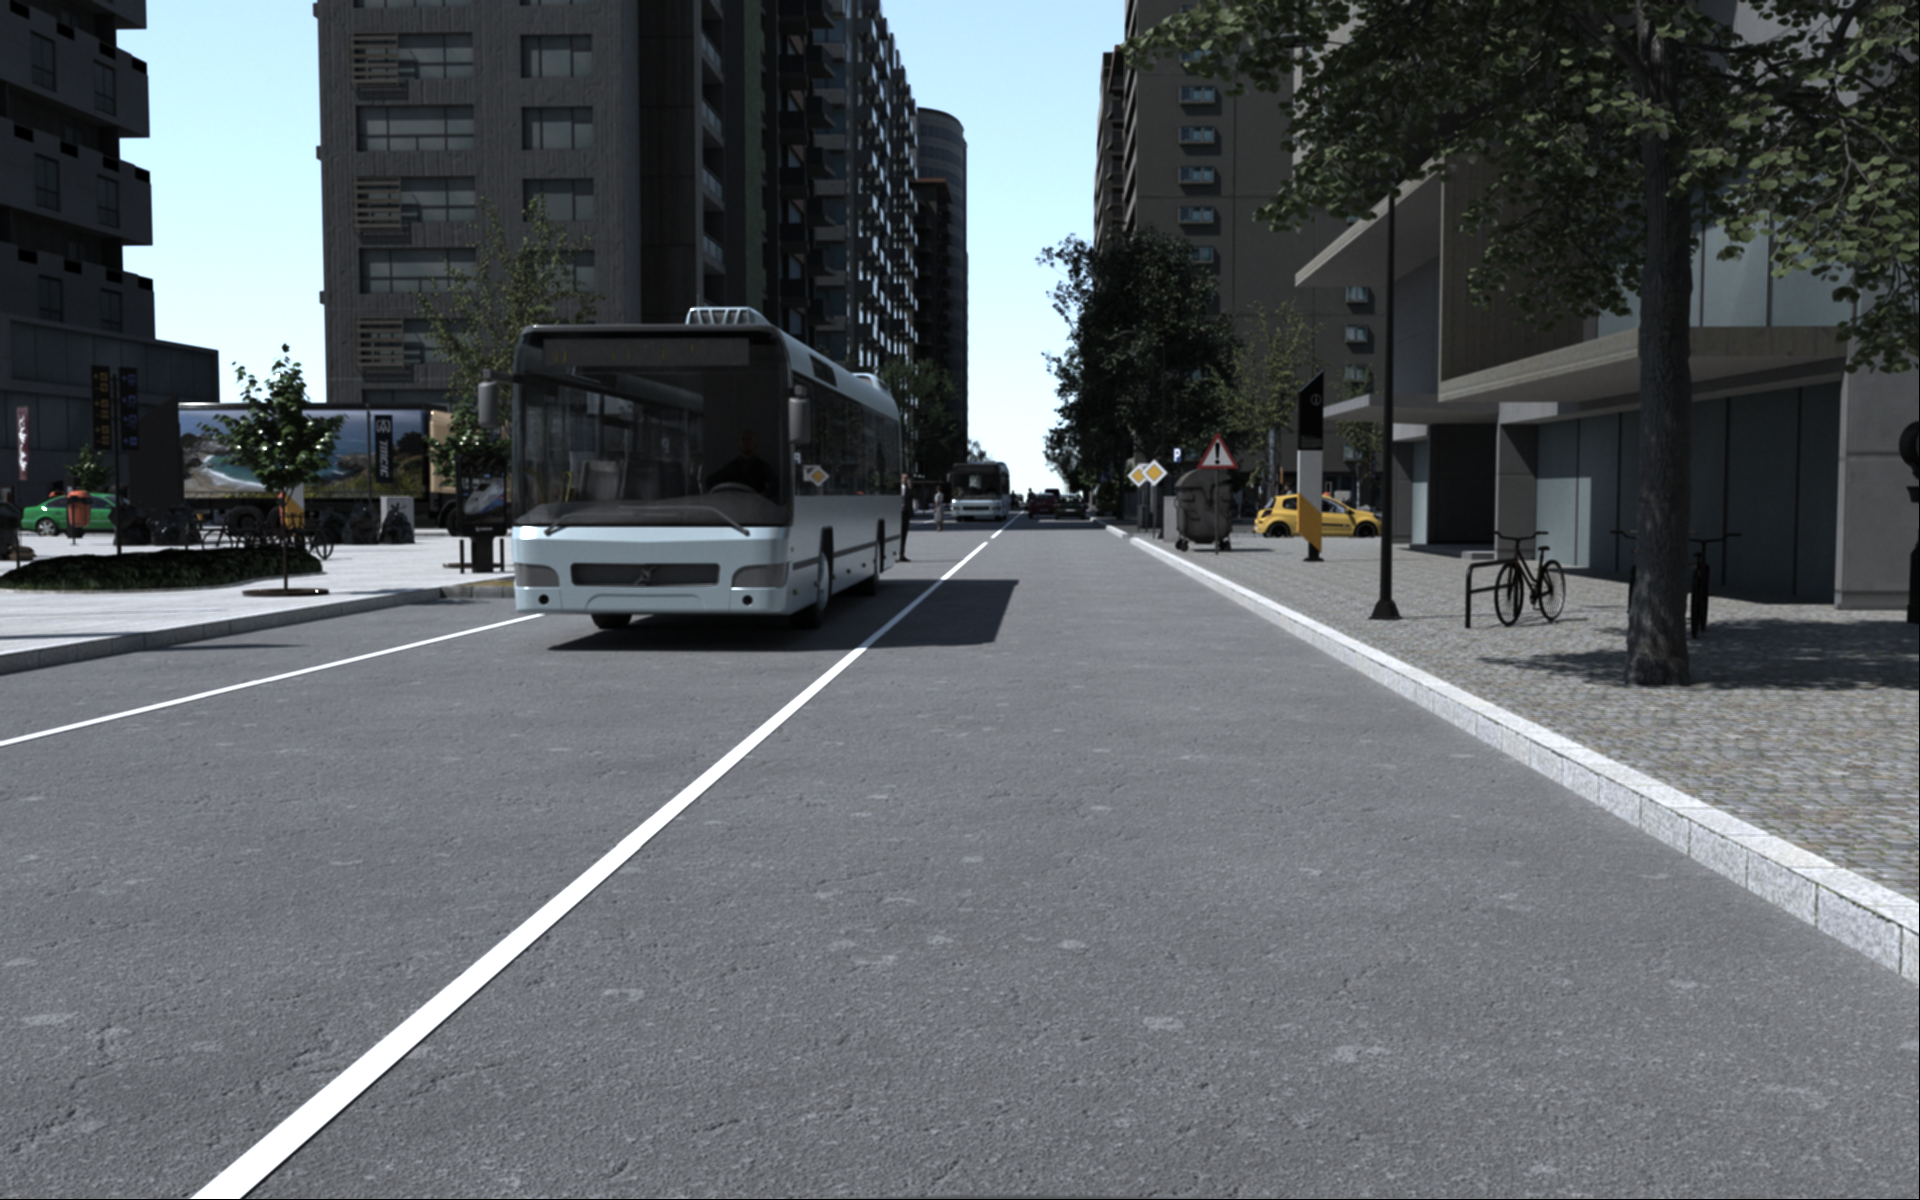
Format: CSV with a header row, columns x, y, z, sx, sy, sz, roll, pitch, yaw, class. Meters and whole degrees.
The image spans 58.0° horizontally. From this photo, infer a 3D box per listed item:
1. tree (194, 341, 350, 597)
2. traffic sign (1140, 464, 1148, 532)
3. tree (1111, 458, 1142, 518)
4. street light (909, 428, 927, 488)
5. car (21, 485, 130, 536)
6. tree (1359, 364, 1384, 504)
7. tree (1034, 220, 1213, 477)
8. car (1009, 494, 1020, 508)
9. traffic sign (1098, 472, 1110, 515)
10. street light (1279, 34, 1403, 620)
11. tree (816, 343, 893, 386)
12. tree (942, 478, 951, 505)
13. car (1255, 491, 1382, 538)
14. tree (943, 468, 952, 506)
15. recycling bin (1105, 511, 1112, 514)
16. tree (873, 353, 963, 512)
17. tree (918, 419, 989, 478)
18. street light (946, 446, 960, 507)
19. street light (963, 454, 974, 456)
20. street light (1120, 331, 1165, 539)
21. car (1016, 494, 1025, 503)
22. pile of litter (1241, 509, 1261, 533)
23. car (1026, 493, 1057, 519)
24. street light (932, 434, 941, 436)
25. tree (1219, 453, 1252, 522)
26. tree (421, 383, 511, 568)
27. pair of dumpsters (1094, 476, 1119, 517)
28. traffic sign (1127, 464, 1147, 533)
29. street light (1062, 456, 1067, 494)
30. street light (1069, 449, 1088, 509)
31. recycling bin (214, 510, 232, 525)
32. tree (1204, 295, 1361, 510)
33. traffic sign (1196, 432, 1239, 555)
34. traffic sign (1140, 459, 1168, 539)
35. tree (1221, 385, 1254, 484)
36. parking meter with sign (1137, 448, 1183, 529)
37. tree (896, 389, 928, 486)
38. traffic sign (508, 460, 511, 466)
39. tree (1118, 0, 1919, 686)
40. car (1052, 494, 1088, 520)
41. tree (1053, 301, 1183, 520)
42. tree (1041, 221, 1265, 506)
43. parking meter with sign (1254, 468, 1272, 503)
x,y,z,sx,sy,sz,roll,pitch,yaw,class
-8.484,-1.674,21.966,1.663,3.219,1.824,0,3,0,tree
6.260,-3.423,58.089,0.606,2.300,0.079,1,4,9,traffic sign
9.050,-6.002,92.741,1.663,3.219,1.824,0,3,0,tree
-2.980,-9.091,121.183,1.470,5.913,1.316,0,4,3,street light
-27.411,-2.849,55.373,4.718,1.807,1.959,0,4,2,car
22.281,-8.893,95.757,4.737,8.622,4.395,0,3,0,tree
11.276,-16.002,117.518,12.611,20.169,13.585,0,3,0,tree
5.397,-10.615,185.359,2.131,1.459,4.920,0,4,4,car
8.334,-6.120,100.164,0.768,2.556,0.104,0,4,8,traffic sign
3.831,-2.759,17.647,1.470,5.913,1.316,0,4,3,street light
-5.886,-8.142,83.477,4.737,8.622,4.395,0,3,0,tree
-1.322,-11.353,180.220,1.663,3.219,1.824,0,3,0,tree
10.954,-2.582,52.439,3.980,1.641,2.015,0,4,3,car
-0.323,-12.654,190.598,4.285,4.588,4.351,0,3,0,tree
9.348,-5.991,110.509,0.722,1.027,0.722,0,4,0,recycling bin
-3.752,-12.285,126.619,9.928,11.665,9.643,0,3,0,tree
-0.583,-16.489,204.011,8.767,10.594,7.601,0,4,-8,tree
-0.723,-11.870,166.612,1.470,5.913,1.316,0,4,3,street light
0.863,-13.846,198.917,1.470,5.913,1.316,0,4,3,street light
5.262,-4.700,49.382,1.470,5.913,1.316,0,4,3,street light
9.732,-17.163,289.646,2.155,1.783,4.494,0,4,3,car
10.151,-2.638,57.100,1.719,0.858,1.176,3,5,39,pile of litter
4.985,-5.738,102.851,2.155,1.783,4.494,0,4,2,car
-2.217,-9.932,134.922,1.470,5.913,1.316,0,4,3,street light
12.552,-5.243,80.324,1.663,3.219,1.824,0,3,0,tree
-8.700,-2.191,30.426,1.663,3.219,1.824,0,3,0,tree
8.332,-5.781,97.019,1.574,2.255,4.437,0,4,3,pair of dumpsters
5.918,-3.288,57.394,0.795,2.450,0.064,0,4,3,traffic sign
11.473,-12.518,177.208,1.470,5.913,1.316,0,4,3,street light
10.032,-10.544,144.928,1.470,5.913,1.316,0,4,3,street light
-30.528,-3.640,72.063,0.722,1.027,0.722,1,4,17,recycling bin
11.474,-6.943,63.887,4.737,8.622,4.395,0,3,0,tree
5.420,-2.232,36.491,0.884,2.594,0.081,1,4,11,traffic sign
5.534,-2.800,49.418,0.795,2.450,0.064,0,4,3,traffic sign
16.143,-9.486,105.463,4.360,8.622,3.978,0,3,0,tree
7.475,-4.196,64.861,1.738,3.016,0.543,-2,4,-27,parking meter with sign
-4.698,-10.044,114.583,4.360,8.622,3.978,0,3,0,tree
-8.082,-1.982,32.407,0.884,2.594,0.081,1,4,9,traffic sign
4.540,-5.729,11.791,7.486,12.596,7.792,0,3,0,tree
6.129,-5.302,96.474,2.009,1.686,4.222,0,4,3,car
8.151,-9.830,86.469,9.928,11.665,9.643,0,3,0,tree
8.157,-9.548,73.118,9.611,12.733,9.660,0,3,0,tree
20.148,-7.176,113.582,1.738,3.016,0.543,1,4,14,parking meter with sign
